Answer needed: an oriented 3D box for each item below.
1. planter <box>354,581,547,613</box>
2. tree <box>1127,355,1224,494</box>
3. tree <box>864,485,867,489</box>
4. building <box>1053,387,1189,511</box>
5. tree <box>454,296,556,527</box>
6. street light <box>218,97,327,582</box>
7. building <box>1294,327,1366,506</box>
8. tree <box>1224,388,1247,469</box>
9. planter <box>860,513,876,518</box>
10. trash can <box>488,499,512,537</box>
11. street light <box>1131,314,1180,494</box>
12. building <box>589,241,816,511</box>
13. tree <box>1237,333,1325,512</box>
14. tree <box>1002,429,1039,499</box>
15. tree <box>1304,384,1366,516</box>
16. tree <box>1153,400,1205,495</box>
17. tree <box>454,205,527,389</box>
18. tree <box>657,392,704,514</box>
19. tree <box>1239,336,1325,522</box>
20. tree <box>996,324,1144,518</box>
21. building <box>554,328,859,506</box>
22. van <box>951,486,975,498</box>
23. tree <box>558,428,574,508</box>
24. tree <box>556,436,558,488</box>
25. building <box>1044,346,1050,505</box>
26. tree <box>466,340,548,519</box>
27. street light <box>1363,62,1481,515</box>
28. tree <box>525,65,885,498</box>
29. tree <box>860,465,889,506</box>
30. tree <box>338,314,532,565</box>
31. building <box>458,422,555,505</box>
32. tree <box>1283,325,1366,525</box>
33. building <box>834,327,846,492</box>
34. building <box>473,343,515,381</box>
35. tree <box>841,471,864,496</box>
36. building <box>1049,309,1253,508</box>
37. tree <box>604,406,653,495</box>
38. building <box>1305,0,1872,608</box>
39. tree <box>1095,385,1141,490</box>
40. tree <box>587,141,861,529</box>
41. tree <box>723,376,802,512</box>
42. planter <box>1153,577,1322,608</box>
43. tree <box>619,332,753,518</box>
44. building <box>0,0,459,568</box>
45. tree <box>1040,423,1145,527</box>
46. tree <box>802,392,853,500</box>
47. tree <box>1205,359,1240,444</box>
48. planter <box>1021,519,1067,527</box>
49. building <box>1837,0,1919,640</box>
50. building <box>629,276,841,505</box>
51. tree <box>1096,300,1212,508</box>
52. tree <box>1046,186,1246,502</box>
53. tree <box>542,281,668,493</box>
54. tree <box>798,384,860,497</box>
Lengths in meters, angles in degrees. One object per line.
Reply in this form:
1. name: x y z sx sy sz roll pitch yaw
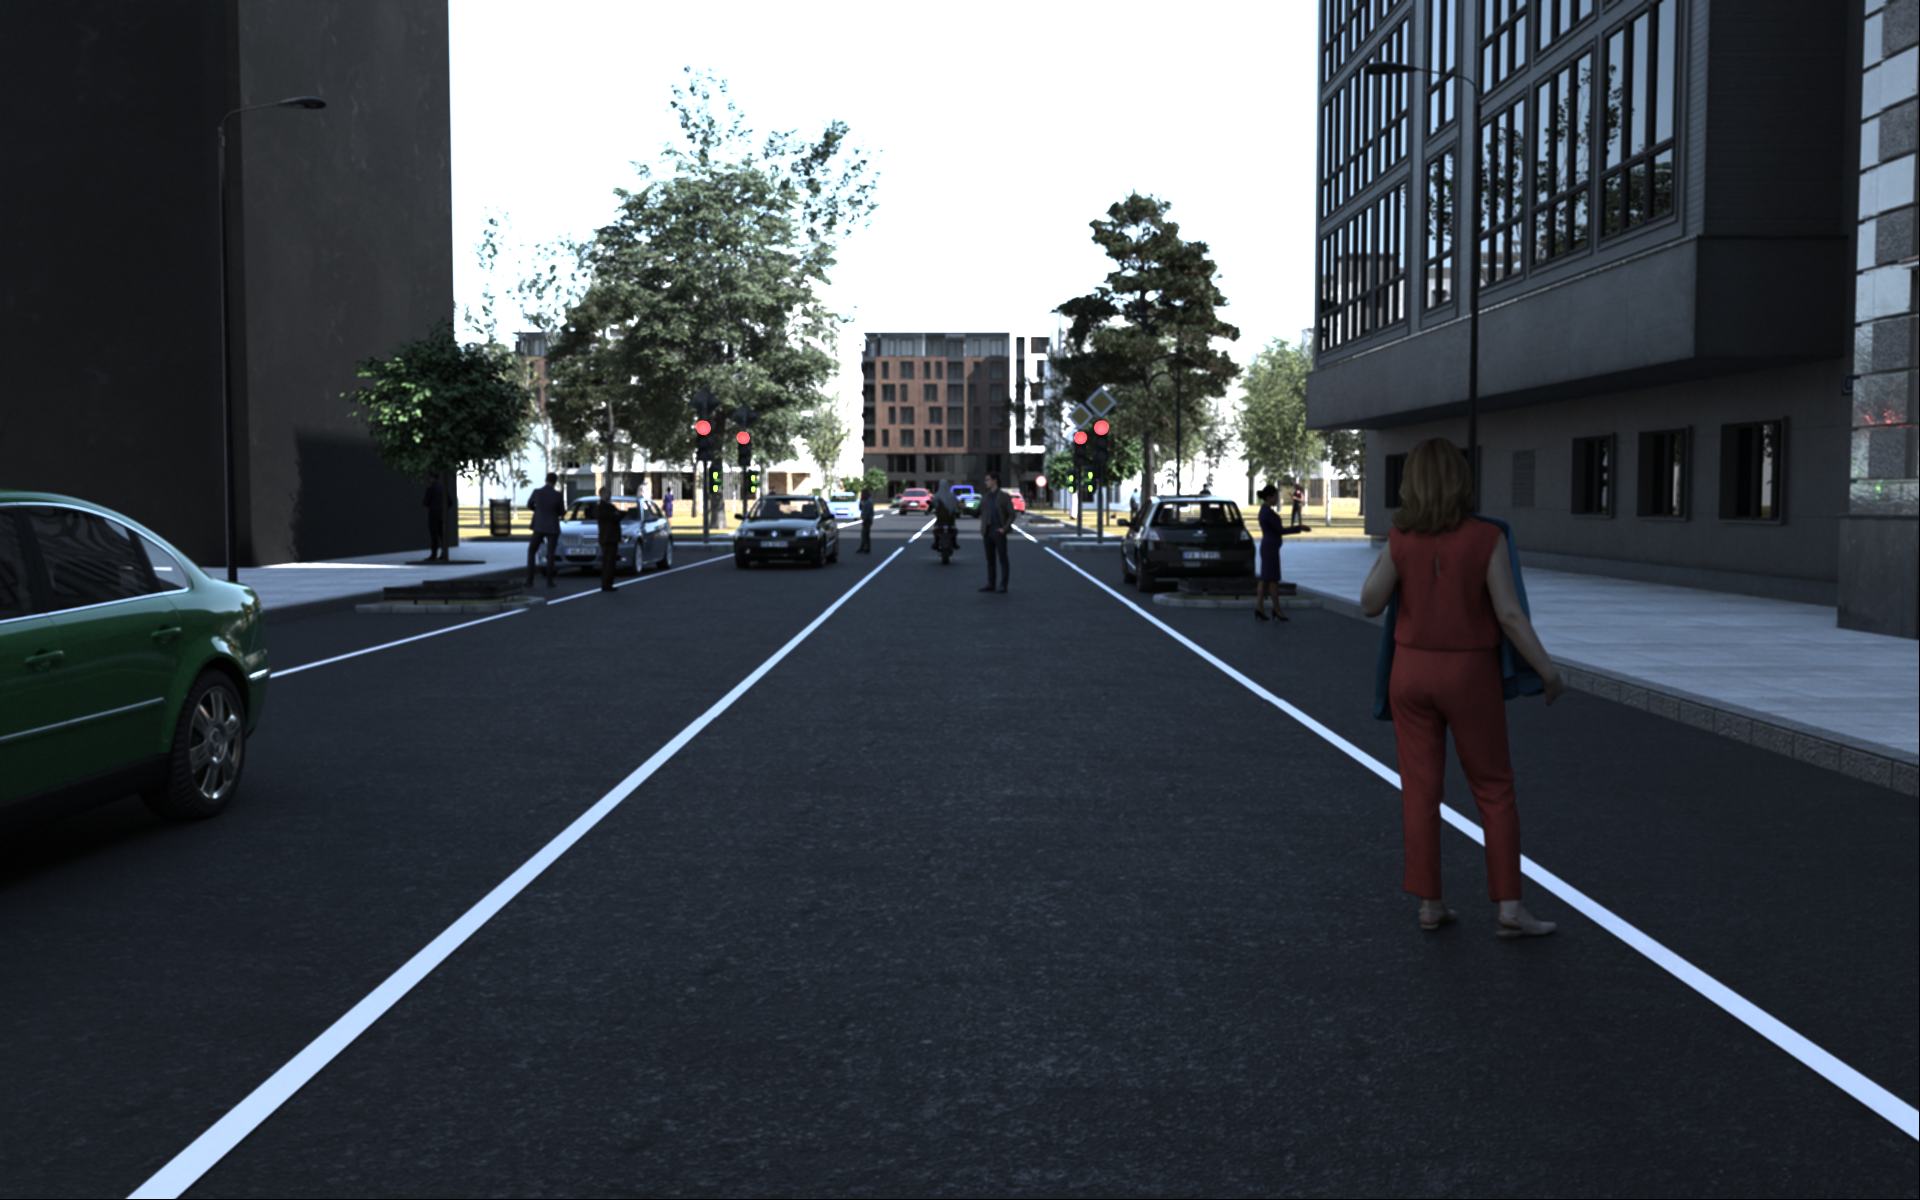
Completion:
1. planter: -6.331 -0.047 21.904 1.991 0.319 1.994 0 4 0
2. tree: 9.960 -8.076 82.399 4.360 8.622 3.978 0 3 0
3. tree: -9.288 -9.944 157.185 1.663 3.219 1.824 0 3 0
4. building: 12.863 -12.332 143.782 9.099 9.664 28.070 0 4 0
5. tree: -18.135 -7.096 66.379 4.360 8.622 3.978 0 3 0
6. street light: -8.115 -2.929 20.435 1.470 5.913 1.316 0 4 0
7. building: 44.598 -20.625 193.632 11.380 20.091 16.016 0 4 0
8. tree: 15.664 -9.614 107.548 4.360 8.622 3.978 0 3 0
9. planter: -6.102 -5.154 105.401 1.991 0.319 1.994 0 4 0
10. trash can: -13.860 -2.481 52.219 0.748 1.137 0.748 0 3 0
11. street light: 5.101 -4.414 44.714 1.470 5.913 1.316 0 4 0
12. building: -19.397 -16.975 133.961 16.016 20.091 11.380 0 4 0
13. tree: 22.945 -12.492 122.368 7.486 12.596 7.792 0 3 0
14. tree: 6.860 -14.960 194.959 4.360 8.622 3.978 0 3 0
15. tree: 23.766 -11.006 101.997 6.751 12.117 7.091 0 3 0
16. tree: 15.033 -10.004 113.929 4.737 8.622 4.395 0 3 0
17. tree: -28.634 -15.853 115.082 12.611 20.169 13.585 0 3 0
18. tree: -17.914 -10.244 117.851 4.360 8.622 3.978 0 3 0
19. tree: 15.242 -7.851 78.731 4.737 8.622 4.395 0 3 0
20. tree: 5.990 -9.615 91.622 8.767 10.594 7.601 0 4 7
21. building: -27.529 -19.977 193.078 31.486 18.905 16.747 0 4 0
22. van: 0.107 -8.134 137.375 2.240 2.365 5.245 0 4 -1
23. tree: -29.059 -10.753 126.175 4.360 8.622 3.978 0 3 0
24. tree: -24.595 -8.741 93.272 4.360 8.622 3.978 0 3 0
25. building: 17.579 -20.740 195.518 16.016 20.091 11.380 0 4 0
26. tree: -22.743 -8.396 87.643 4.737 8.622 4.395 0 3 0
27. street light: 5.033 -2.828 18.782 1.470 5.913 1.316 0 4 0
28. tree: -10.528 -13.660 79.222 12.611 20.169 13.585 0 3 0
29. tree: -9.323 -12.695 191.270 4.285 4.588 4.351 0 3 0
30. tree: -9.559 -2.938 31.754 4.285 4.588 4.351 0 3 0
31. building: -57.317 -15.610 197.372 28.070 9.664 9.099 0 4 0
32. tree: 15.369 -7.378 70.988 4.360 8.622 3.978 0 3 0
33. building: -19.587 -19.612 177.069 16.016 20.091 11.380 0 4 0
34. building: -63.097 -22.423 223.042 11.380 20.091 16.016 0 4 0
35. tree: -9.272 -8.961 141.114 1.663 3.219 1.824 0 3 0
36. building: 18.136 -18.820 174.161 16.747 18.905 31.486 0 4 0
37. tree: -24.217 -10.690 125.142 4.360 8.622 3.978 0 3 0
38. building: 15.249 -14.421 29.283 14.314 27.812 24.014 0 4 0
39. tree: 8.983 -9.632 107.847 4.737 8.622 4.395 0 3 0
40. tree: -8.782 -9.573 63.178 9.857 13.997 8.962 0 3 0
41. tree: -12.042 -9.294 102.322 4.360 8.622 3.978 0 3 0
42. planter: 3.574 -0.101 22.795 1.991 0.319 1.994 0 4 0
43. tree: -14.445 -9.705 93.094 8.767 10.594 7.601 0 4 5
44. building: -20.187 -12.591 35.543 15.834 23.373 12.332 0 4 0
45. tree: 5.812 -5.191 68.586 4.285 4.588 4.351 0 3 0
46. tree: -9.568 -10.502 122.073 4.360 8.622 3.978 0 3 0
47. tree: 15.306 -8.283 85.791 4.737 8.622 4.395 0 3 0
48. planter: 3.732 -3.446 77.488 1.991 0.319 1.994 0 4 0
49. building: 14.008 -12.623 3.653 12.463 27.353 25.104 0 4 0
50. building: -20.272 -17.692 155.715 16.747 18.905 31.486 0 4 0
51. tree: 10.729 -11.150 100.434 7.486 12.596 7.792 0 3 0
52. tree: 6.681 -8.499 61.014 6.751 12.117 7.091 0 3 0
53. tree: -20.788 -11.963 103.021 7.806 13.903 7.818 0 3 0
54. tree: -8.750 -10.068 114.977 4.737 8.622 4.395 0 3 0
